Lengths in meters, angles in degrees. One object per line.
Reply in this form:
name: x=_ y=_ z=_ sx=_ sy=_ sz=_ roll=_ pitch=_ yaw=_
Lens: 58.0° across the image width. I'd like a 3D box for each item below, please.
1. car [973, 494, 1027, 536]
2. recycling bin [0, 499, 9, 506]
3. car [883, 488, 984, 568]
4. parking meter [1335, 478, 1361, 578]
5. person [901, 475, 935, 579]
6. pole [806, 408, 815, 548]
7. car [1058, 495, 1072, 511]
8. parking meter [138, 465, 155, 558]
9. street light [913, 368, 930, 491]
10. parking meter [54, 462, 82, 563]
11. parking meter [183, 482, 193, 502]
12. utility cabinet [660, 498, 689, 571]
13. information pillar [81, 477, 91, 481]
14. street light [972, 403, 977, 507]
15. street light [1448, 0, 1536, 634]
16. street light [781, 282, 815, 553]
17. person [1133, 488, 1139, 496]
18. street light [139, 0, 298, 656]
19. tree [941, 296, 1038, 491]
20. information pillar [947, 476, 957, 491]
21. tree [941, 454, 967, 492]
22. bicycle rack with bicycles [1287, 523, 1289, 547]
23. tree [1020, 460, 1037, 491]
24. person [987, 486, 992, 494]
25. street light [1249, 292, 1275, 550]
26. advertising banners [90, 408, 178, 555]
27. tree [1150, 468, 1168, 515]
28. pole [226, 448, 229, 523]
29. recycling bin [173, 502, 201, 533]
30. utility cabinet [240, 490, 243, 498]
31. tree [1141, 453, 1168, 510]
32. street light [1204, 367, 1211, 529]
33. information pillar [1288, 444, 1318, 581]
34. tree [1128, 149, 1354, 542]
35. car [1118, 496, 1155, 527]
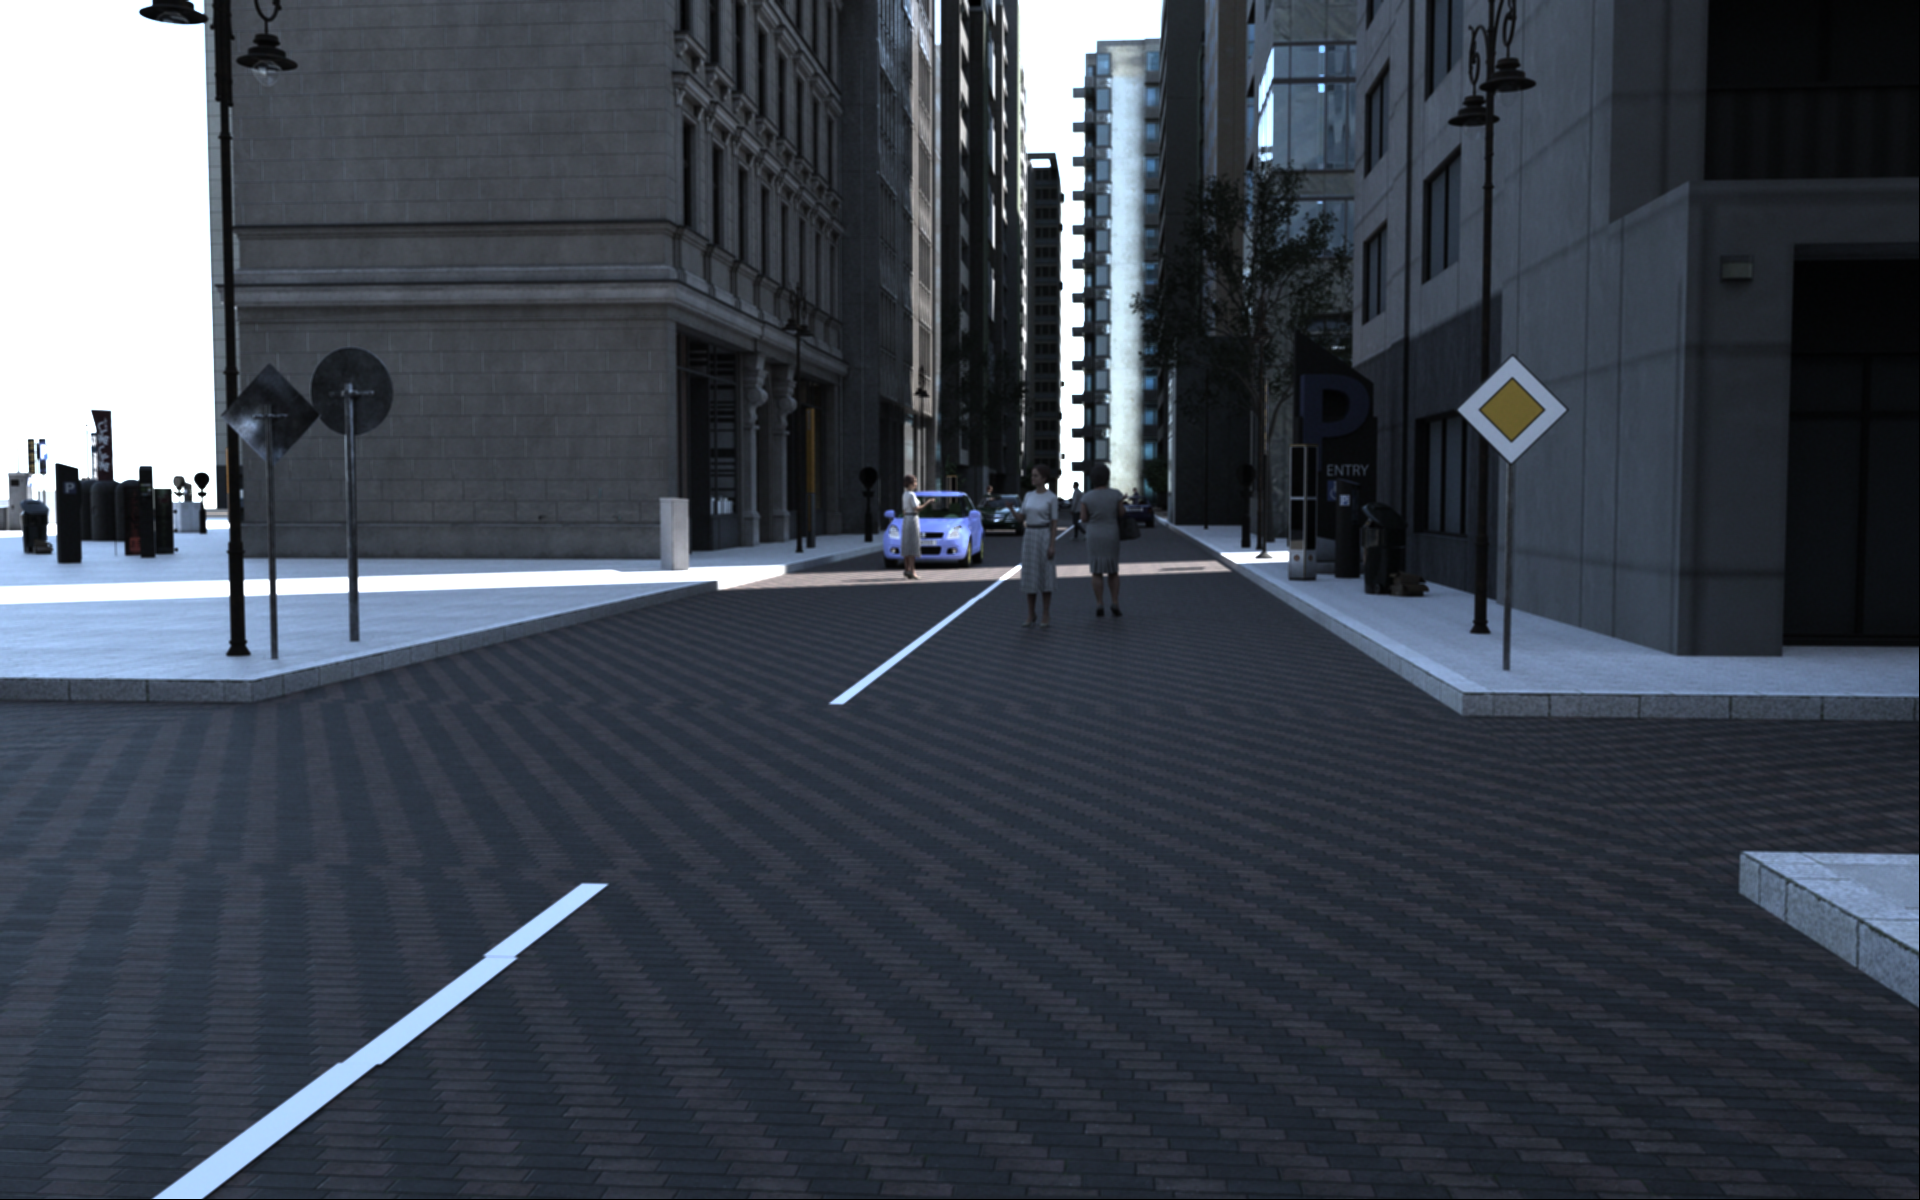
car: x=1.425 y=-3.026 z=61.281 sx=2.131 sy=1.459 sz=4.920 roll=0 pitch=4 yaw=6
recycling bin: x=-47.709 y=-4.540 z=86.775 sx=0.722 sy=1.027 sz=0.722 roll=2 pitch=4 yaw=27
car: x=-0.500 y=-1.543 z=34.820 sx=1.945 sy=1.707 sz=3.694 roll=0 pitch=4 yaw=6
parking meter: x=5.944 y=-1.108 z=26.526 sx=0.372 sy=1.533 sz=0.369 roll=0 pitch=3 yaw=0
person: x=-0.738 y=-1.229 z=29.161 sx=0.524 sy=1.755 sz=0.480 roll=-2 pitch=4 yaw=-27
pole: x=-3.549 y=-2.893 z=41.143 sx=0.158 sy=3.312 sz=0.155 roll=0 pitch=3 yaw=0
car: x=9.122 y=-8.348 z=149.065 sx=1.945 sy=1.354 sz=3.894 roll=0 pitch=4 yaw=6
parking meter: x=-16.448 y=-1.793 z=35.033 sx=0.255 sy=1.863 sz=0.399 roll=-1 pitch=4 yaw=-22
street light: x=-1.365 y=-5.476 z=62.323 sx=0.468 sy=5.910 sz=1.993 roll=0 pitch=4 yaw=5
parking meter: x=-16.580 y=-1.622 z=32.229 sx=0.399 sy=1.863 sz=0.255 roll=-3 pitch=5 yaw=-45
parking meter: x=-37.305 y=-4.772 z=83.730 sx=0.399 sy=1.863 sz=0.255 roll=2 pitch=4 yaw=27
utility cabinet: x=-4.821 y=-1.108 z=29.276 sx=0.306 sy=1.237 sz=1.020 roll=-1 pitch=4 yaw=-21
information pillar: x=-38.038 y=-4.338 z=75.426 sx=0.304 sy=2.012 sz=0.304 roll=0 pitch=4 yaw=7
street light: x=0.777 y=-6.913 z=85.823 sx=0.468 sy=5.910 sz=1.993 roll=0 pitch=4 yaw=5
street light: x=4.800 y=-2.631 z=15.803 sx=0.468 sy=5.910 sz=1.993 roll=0 pitch=4 yaw=5
street light: x=-3.531 y=-3.984 z=37.918 sx=0.468 sy=5.910 sz=1.993 roll=0 pitch=4 yaw=5
person: x=9.400 y=-5.197 z=93.916 sx=0.568 sy=1.767 sz=0.683 roll=1 pitch=4 yaw=20
street light: x=-5.747 y=-2.497 z=13.616 sx=0.468 sy=5.910 sz=1.993 roll=0 pitch=4 yaw=5
tree: x=-0.585 y=-8.839 z=78.922 sx=8.767 sy=10.594 sz=7.601 roll=0 pitch=4 yaw=5
information pillar: x=-0.334 y=-4.009 z=70.040 sx=0.304 sy=2.012 sz=0.304 roll=-2 pitch=4 yaw=-32
tree: x=-0.471 y=-5.483 z=84.255 sx=1.663 sy=3.219 sz=1.824 roll=0 pitch=3 yaw=0
bicycle rack with bicycles: x=9.476 y=-1.773 z=42.371 sx=2.925 sy=0.926 sz=2.852 roll=-3 pitch=5 yaw=-45
tree: x=6.903 y=-11.116 z=165.464 sx=4.285 sy=4.588 sz=4.351 roll=0 pitch=3 yaw=0
person: x=1.258 y=-3.625 z=68.343 sx=0.524 sy=1.755 sz=0.480 roll=0 pitch=4 yaw=-3
street light: x=6.916 y=-4.100 z=39.815 sx=0.468 sy=5.910 sz=1.993 roll=0 pitch=4 yaw=5
advertising banners: x=-17.350 y=-2.459 z=36.400 sx=0.090 sy=3.025 sz=2.074 roll=2 pitch=4 yaw=24
tree: x=12.982 y=-6.801 z=105.791 sx=1.663 sy=3.219 sz=1.824 roll=0 pitch=3 yaw=0
pole: x=-32.297 y=-5.058 z=76.546 sx=0.158 sy=3.312 sz=0.155 roll=0 pitch=3 yaw=0
recycling bin: x=-25.902 y=-2.779 z=57.994 sx=0.722 sy=1.027 sz=0.722 roll=3 pitch=5 yaw=41
utility cabinet: x=-36.927 y=-4.972 z=89.976 sx=1.173 sy=1.500 sz=0.318 roll=1 pitch=4 yaw=10
tree: x=15.956 y=-9.398 z=137.363 sx=4.285 sy=4.588 sz=4.351 roll=0 pitch=3 yaw=0
street light: x=9.019 y=-5.537 z=63.318 sx=0.468 sy=5.910 sz=1.993 roll=0 pitch=4 yaw=5
information pillar: x=5.100 y=-1.299 z=25.738 sx=0.304 sy=2.012 sz=0.304 roll=-3 pitch=5 yaw=-43
tree: x=8.372 y=-6.834 z=46.154 sx=8.767 sy=10.594 sz=7.601 roll=1 pitch=4 yaw=17
car: x=7.579 y=-3.868 z=75.823 sx=1.945 sy=1.354 sz=3.894 roll=0 pitch=4 yaw=4
